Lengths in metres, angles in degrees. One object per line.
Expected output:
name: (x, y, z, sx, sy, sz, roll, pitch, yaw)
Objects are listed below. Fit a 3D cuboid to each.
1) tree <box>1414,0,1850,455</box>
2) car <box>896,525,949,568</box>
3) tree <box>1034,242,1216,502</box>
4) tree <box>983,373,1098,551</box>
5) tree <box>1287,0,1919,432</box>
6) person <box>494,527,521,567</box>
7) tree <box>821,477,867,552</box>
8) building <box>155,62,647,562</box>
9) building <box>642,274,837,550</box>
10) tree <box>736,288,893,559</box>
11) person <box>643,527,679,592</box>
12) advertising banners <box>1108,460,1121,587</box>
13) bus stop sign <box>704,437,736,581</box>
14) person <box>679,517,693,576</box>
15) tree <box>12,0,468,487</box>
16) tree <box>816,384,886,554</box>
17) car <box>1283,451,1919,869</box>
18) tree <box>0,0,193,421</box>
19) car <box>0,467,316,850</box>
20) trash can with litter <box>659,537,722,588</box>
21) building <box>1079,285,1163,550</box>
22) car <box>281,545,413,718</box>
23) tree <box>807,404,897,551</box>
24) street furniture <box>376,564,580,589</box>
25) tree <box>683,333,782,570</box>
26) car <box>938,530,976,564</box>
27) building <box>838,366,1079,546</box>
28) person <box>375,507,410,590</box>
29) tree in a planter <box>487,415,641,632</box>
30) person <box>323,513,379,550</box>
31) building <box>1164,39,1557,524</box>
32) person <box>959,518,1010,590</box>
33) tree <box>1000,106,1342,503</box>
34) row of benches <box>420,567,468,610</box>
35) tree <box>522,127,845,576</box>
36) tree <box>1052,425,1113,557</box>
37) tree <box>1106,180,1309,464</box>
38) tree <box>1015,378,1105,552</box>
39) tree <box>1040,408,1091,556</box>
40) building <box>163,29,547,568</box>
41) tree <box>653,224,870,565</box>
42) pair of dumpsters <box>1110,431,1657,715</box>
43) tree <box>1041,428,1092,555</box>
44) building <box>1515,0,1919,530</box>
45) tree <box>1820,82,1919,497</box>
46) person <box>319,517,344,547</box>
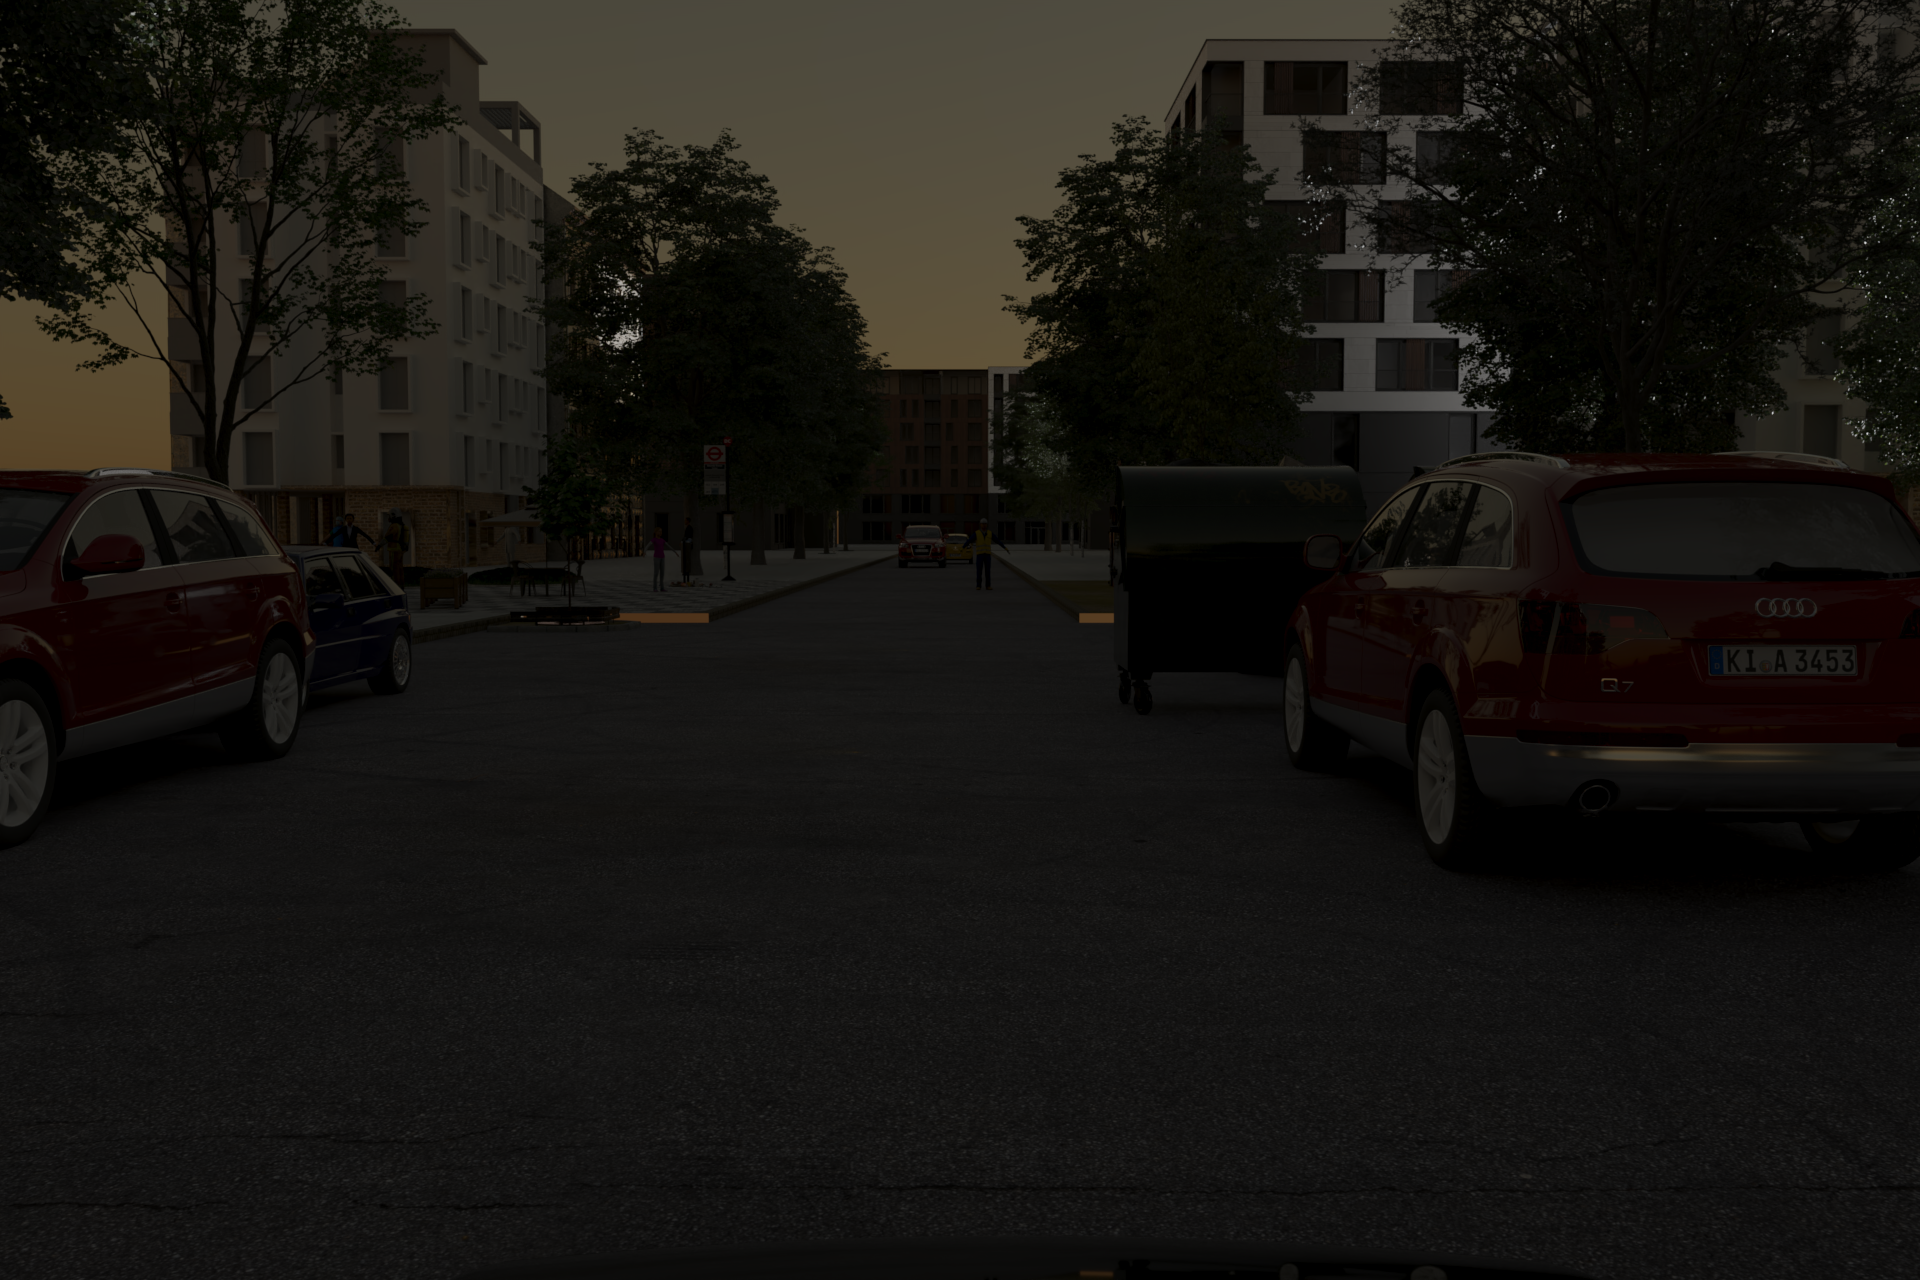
tree: (14.793, -8.087, 38.881, 9.857, 13.997, 8.962, 0, 3, 0)
car: (-1.604, -4.058, 75.025, 2.281, 1.827, 5.304, 0, 4, 0)
tree: (6.668, -9.172, 68.091, 7.486, 12.596, 7.792, 0, 3, 0)
tree: (6.593, -13.729, 131.124, 9.857, 13.997, 8.962, 0, 3, 0)
tree: (10.060, -7.046, 25.580, 12.009, 13.543, 11.850, 0, 3, 0)
person: (-15.354, -3.231, 59.017, 1.347, 1.806, 0.705, 3, 4, 37)
tree: (-8.577, -10.406, 120.498, 4.737, 8.622, 4.395, 0, 3, 0)
building: (-27.365, -15.794, 89.168, 19.493, 23.208, 18.063, 0, 4, 1)
building: (-25.692, -18.873, 152.544, 27.936, 21.610, 32.646, 0, 4, -1)
tree: (-8.141, -11.127, 88.588, 9.857, 13.997, 8.962, 0, 3, 0)
person: (-6.623, -1.777, 38.317, 0.599, 1.433, 0.991, 3, 5, 42)
advertising banners: (3.740, -2.791, 41.814, 0.090, 3.025, 2.074, 0, 4, -2)
bus stop sign: (-6.573, -3.595, 47.476, 0.855, 3.939, 0.416, 0, 4, 0)
person: (-8.432, -2.902, 53.665, 0.704, 1.802, 1.346, 0, 4, 4)
tree: (-11.814, -6.221, 27.474, 9.928, 11.665, 9.643, 0, 3, 0)
tree: (-8.625, -11.370, 111.654, 9.928, 11.665, 9.643, 0, 3, 0)
car: (3.043, -0.017, 8.943, 2.281, 1.827, 5.304, 0, 3, 0)
tree: (-12.048, -6.718, 16.503, 9.857, 13.997, 8.962, 0, 3, 0)
car: (-5.318, -0.052, 9.526, 2.281, 1.827, 5.304, 0, 4, 0)
trash can with litter: (-6.554, -1.926, 42.552, 1.678, 1.210, 2.233, 0, 4, 1)
building: (24.680, -19.238, 158.513, 27.936, 21.610, 32.646, 0, 3, 0)
car: (-5.864, -0.102, 14.255, 1.945, 1.354, 3.894, 0, 3, 0)
tree: (-8.492, -12.448, 129.282, 9.928, 11.665, 9.643, 0, 3, 0)
street furniture: (-15.003, -1.737, 44.027, 10.072, 0.657, 5.734, 2, 4, 26)
tree: (-8.707, -6.848, 62.324, 4.360, 8.622, 3.978, 0, 3, 0)
car: (-0.201, -4.498, 83.773, 2.015, 1.641, 3.980, 0, 4, 0)
building: (1.272, -23.063, 223.507, 32.646, 21.610, 27.936, 0, 3, 0)
person: (-12.116, -1.919, 37.139, 0.705, 1.858, 1.354, 1, 4, 9)
tree in a planter: (-5.919, -1.770, 26.158, 1.991, 3.239, 1.994, 0, 3, 0)
person: (-13.445, -1.924, 38.172, 1.216, 1.740, 0.721, -1, 4, -14)
building: (24.004, -14.941, 88.262, 27.936, 21.610, 32.646, 0, 4, 0)
person: (0.613, -2.202, 44.431, 1.349, 1.833, 0.705, -1, 4, -10)
tree: (6.276, -8.841, 51.206, 9.857, 13.997, 8.962, 0, 3, 0)
row of benches: (-9.289, -0.965, 31.239, 1.422, 0.672, 4.104, -1, 4, -13)
tree: (-8.421, -8.974, 53.387, 9.857, 13.997, 8.962, 0, 3, 0)
tree: (6.558, -8.818, 94.532, 4.360, 8.622, 3.978, 0, 3, 0)
tree: (4.985, -5.248, 36.175, 4.737, 8.622, 4.395, 0, 3, 0)
tree: (7.237, -12.409, 121.013, 7.486, 12.596, 7.792, 0, 3, 0)
tree: (6.376, -9.246, 101.529, 4.360, 8.622, 3.978, 0, 3, 0)
building: (-23.910, -12.840, 66.354, 16.016, 20.090, 11.380, 0, 3, 0)
tree: (-8.505, -10.102, 71.831, 9.857, 13.997, 8.962, 0, 3, 0)
pair of dumpsters: (3.444, -0.568, 14.245, 4.436, 2.255, 1.574, 0, 4, -1)
tree: (6.699, -9.608, 107.456, 4.360, 8.622, 3.978, 0, 3, 0)
building: (26.101, -12.675, 63.650, 16.016, 20.090, 11.380, 0, 4, 0)
tree: (26.492, -8.352, 43.209, 9.857, 13.997, 8.962, 0, 3, 0)
person: (-19.145, -2.892, 53.418, 1.347, 1.817, 0.704, 1, 4, 18)
